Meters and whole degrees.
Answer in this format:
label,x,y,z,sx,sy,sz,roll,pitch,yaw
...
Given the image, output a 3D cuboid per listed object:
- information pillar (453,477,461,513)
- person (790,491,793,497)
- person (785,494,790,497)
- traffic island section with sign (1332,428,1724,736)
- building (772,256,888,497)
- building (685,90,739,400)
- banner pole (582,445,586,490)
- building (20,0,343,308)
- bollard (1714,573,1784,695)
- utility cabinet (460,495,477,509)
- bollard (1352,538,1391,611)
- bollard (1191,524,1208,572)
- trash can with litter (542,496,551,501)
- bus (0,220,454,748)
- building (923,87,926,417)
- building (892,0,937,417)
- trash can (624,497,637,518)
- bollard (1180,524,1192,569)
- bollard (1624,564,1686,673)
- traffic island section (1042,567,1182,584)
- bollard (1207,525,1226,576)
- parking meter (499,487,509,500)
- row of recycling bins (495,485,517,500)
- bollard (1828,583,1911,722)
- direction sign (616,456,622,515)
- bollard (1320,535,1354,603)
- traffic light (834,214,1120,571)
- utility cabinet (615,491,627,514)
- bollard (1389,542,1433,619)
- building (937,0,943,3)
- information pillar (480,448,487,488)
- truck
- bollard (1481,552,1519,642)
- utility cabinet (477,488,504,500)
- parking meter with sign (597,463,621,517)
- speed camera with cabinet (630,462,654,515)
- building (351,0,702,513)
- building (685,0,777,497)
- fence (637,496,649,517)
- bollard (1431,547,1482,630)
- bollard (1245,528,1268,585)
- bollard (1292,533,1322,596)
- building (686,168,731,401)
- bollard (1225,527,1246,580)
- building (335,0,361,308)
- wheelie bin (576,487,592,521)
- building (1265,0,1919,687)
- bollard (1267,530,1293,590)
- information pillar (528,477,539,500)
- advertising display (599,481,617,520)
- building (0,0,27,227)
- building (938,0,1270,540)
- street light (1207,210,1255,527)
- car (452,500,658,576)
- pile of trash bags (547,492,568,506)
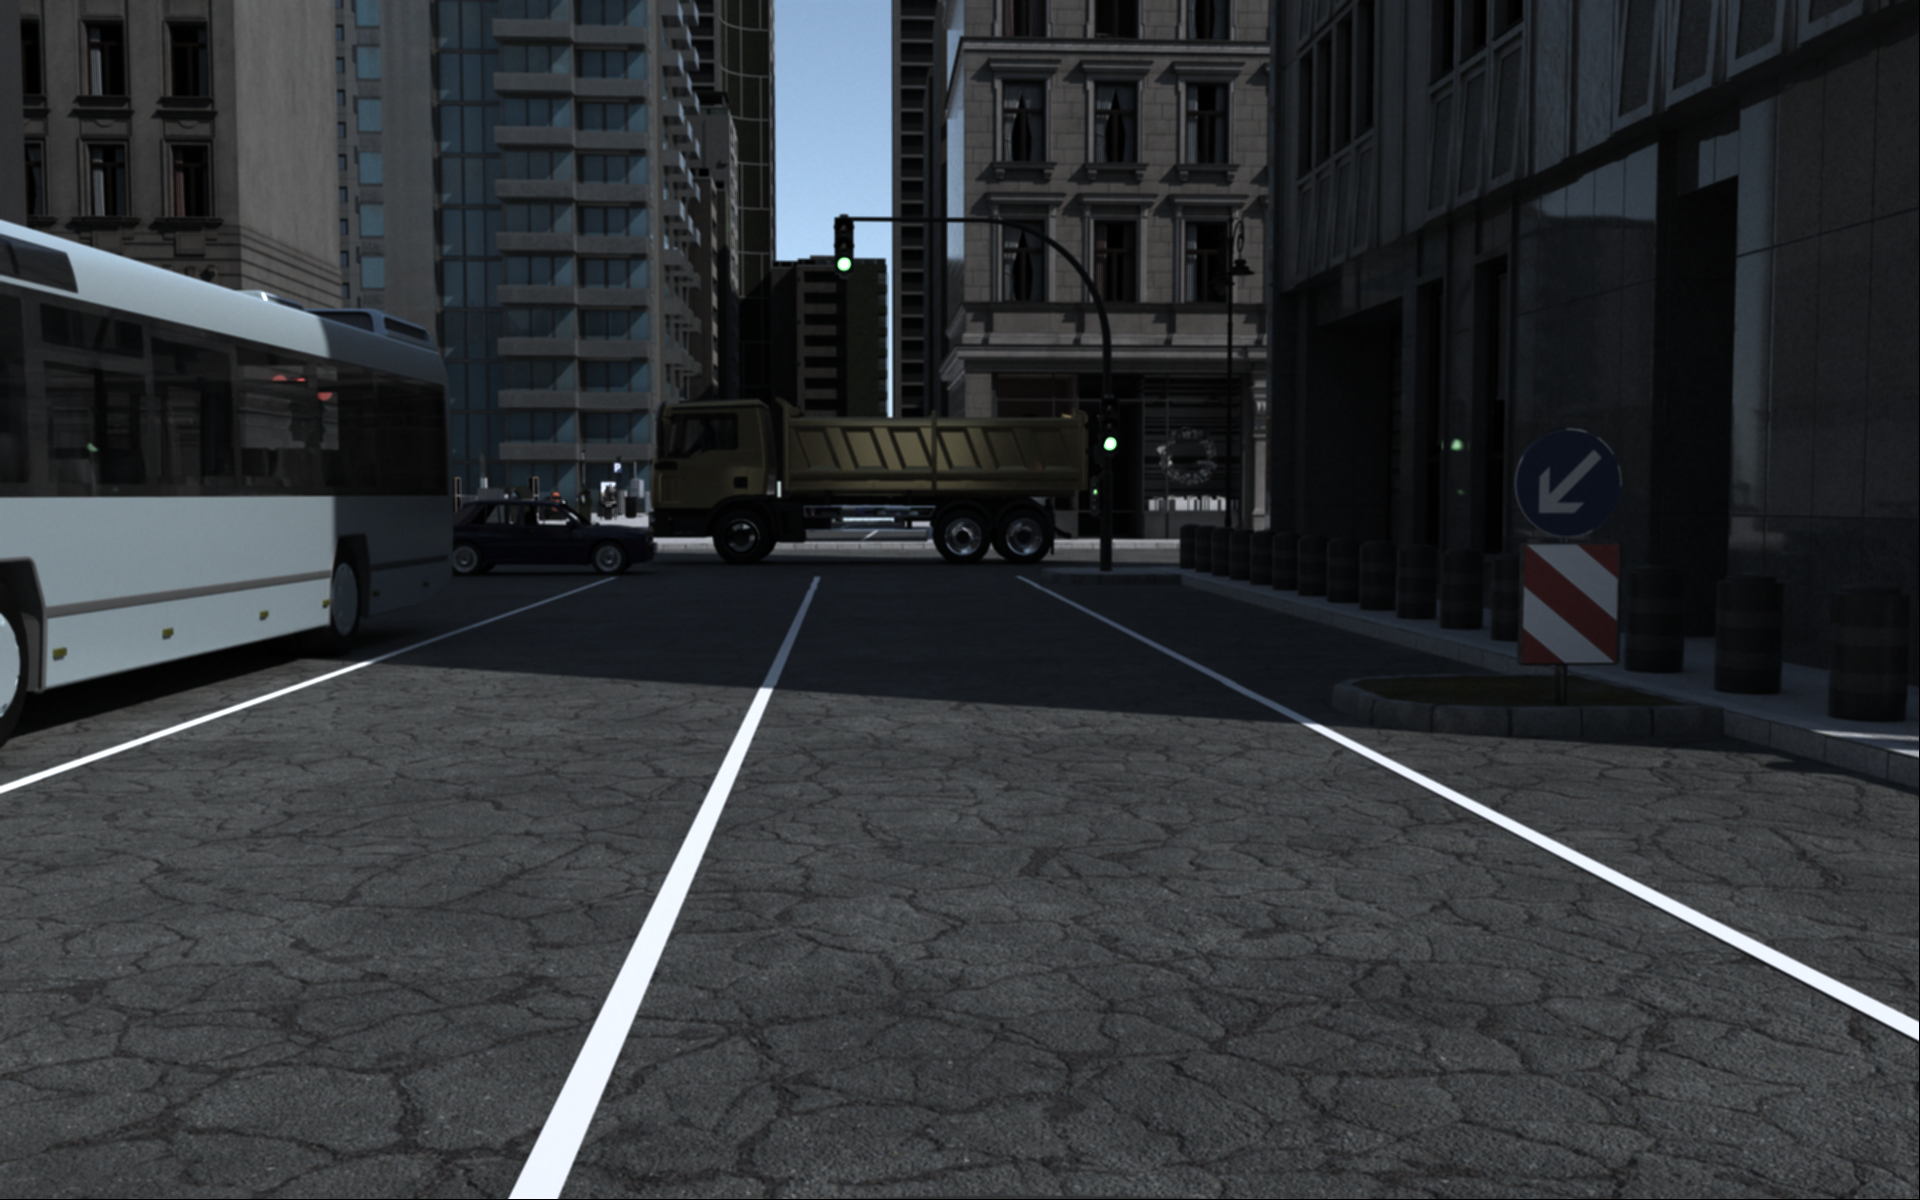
label,x,y,z,sx,sy,sz,roll,pitch,yaw
information pillar,-22.279,-4.408,76.555,0.304,2.012,0.304,2,4,29
person,-14.612,-8.622,150.388,0.530,1.710,0.541,2,4,35
person,-15.222,-8.572,151.848,0.799,1.438,0.628,0,4,4
traffic island section with sign,3.513,-0.158,11.210,1.989,1.847,2.006,0,4,-3
building,-15.966,-26.983,212.866,14.107,30.474,14.160,0,4,-3
building,-29.944,-30.238,177.989,14.086,41.232,14.154,0,4,-3
banner pole,-18.946,-5.952,87.335,0.401,3.779,0.863,0,3,0
building,-28.314,-12.293,50.148,18.267,20.994,9.793,0,4,-3
bollard,5.123,0.212,11.247,0.404,0.777,0.398,0,3,0
utility cabinet,-21.418,-3.990,76.390,1.020,1.237,0.306,0,4,3
bollard,4.639,-0.275,19.218,0.404,0.777,0.398,0,3,0
bollard,4.081,-0.845,28.540,0.404,0.777,0.398,0,3,0
trash can with litter,-22.461,-5.054,94.023,0.624,1.170,1.055,1,4,19
bus,-6.552,-1.052,12.054,2.948,3.499,13.247,0,4,-2
building,3.379,-32.396,179.792,14.600,45.320,14.200,0,4,-3
building,1.952,-47.550,215.689,20.611,71.187,20.563,0,4,-3
trash can,-17.572,-4.943,92.468,0.748,1.137,0.748,0,3,0
bollard,3.992,-0.927,29.869,0.404,0.777,0.398,0,3,0
bollard,5.044,0.131,12.571,0.404,0.777,0.398,0,3,0
traffic island section,2.449,-0.407,28.928,2.009,0.180,2.903,0,4,-3
bollard,4.158,-0.764,27.211,0.404,0.777,0.398,0,3,0
parking meter,-17.474,-3.548,66.419,0.372,1.533,0.369,0,3,0
row of recycling bins,-20.917,-4.478,80.333,1.069,1.692,3.534,-2,4,-26
bollard,5.202,0.294,9.913,0.404,0.777,0.398,0,3,0
direction sign,-20.558,-6.877,104.429,0.379,3.537,0.876,-2,4,-27
bollard,4.560,-0.357,20.546,0.404,0.777,0.398,0,3,0
traffic light,0.326,-3.295,28.545,4.771,5.953,1.251,0,4,-3
utility cabinet,-21.396,-6.094,108.311,1.173,1.500,0.318,1,4,19
bollard,4.721,-0.194,17.889,0.404,0.777,0.398,0,3,0
building,4.875,-30.628,150.886,14.600,45.320,14.200,0,4,-3
information pillar,-24.355,-5.944,88.536,0.504,3.616,0.183,3,5,41
truck,-2.342,-2.458,36.110,9.791,3.379,3.469,0,4,-2
bollard,4.881,-0.031,15.230,0.404,0.777,0.398,0,3,0
utility cabinet,-17.280,-3.374,63.851,1.173,1.500,0.318,3,4,36
parking meter with sign,-19.734,-6.170,97.145,1.738,3.016,0.543,3,5,42
speed camera with cabinet,-19.033,-6.782,105.218,2.038,3.252,0.660,1,4,21
building,-31.359,-31.193,129.617,23.786,49.044,30.456,0,4,-3
building,-33.485,-47.431,213.745,20.611,71.187,20.563,0,4,-3
fence,-17.371,-5.234,96.784,2.264,1.192,0.480,3,5,45
bollard,4.801,-0.113,16.566,0.404,0.777,0.398,0,3,0
bollard,4.318,-0.601,24.548,0.404,0.777,0.398,0,3,0
bollard,4.476,-0.439,21.894,0.404,0.777,0.398,0,3,0
building,-27.786,-23.301,152.679,14.160,30.474,14.107,0,4,-3
bollard,4.236,-0.683,25.884,0.404,0.777,0.398,0,3,0
building,-51.476,-38.554,172.363,28.212,58.520,21.231,0,4,-3
wheelie bin,-17.011,-4.314,78.444,0.693,1.594,0.980,-1,4,-22
building,11.574,-12.234,18.053,12.078,24.808,19.932,0,4,-3
bollard,4.395,-0.520,23.218,0.404,0.777,0.398,0,3,0
information pillar,-18.298,-4.271,74.324,0.304,2.012,0.304,2,4,28
advertising display,-17.498,-4.947,86.103,0.123,1.923,0.974,3,5,43
building,-25.269,-13.779,18.801,24.014,27.812,14.314,0,4,-3
building,1.142,-12.307,52.130,40.483,20.767,10.553,0,4,-3
street light,4.444,-3.412,28.570,0.468,5.910,1.993,0,4,-3
car,-7.445,-1.138,31.188,3.894,1.354,1.945,0,4,-5
pile of trash bags,-20.137,-4.591,84.817,1.912,1.369,3.447,-2,4,-27
